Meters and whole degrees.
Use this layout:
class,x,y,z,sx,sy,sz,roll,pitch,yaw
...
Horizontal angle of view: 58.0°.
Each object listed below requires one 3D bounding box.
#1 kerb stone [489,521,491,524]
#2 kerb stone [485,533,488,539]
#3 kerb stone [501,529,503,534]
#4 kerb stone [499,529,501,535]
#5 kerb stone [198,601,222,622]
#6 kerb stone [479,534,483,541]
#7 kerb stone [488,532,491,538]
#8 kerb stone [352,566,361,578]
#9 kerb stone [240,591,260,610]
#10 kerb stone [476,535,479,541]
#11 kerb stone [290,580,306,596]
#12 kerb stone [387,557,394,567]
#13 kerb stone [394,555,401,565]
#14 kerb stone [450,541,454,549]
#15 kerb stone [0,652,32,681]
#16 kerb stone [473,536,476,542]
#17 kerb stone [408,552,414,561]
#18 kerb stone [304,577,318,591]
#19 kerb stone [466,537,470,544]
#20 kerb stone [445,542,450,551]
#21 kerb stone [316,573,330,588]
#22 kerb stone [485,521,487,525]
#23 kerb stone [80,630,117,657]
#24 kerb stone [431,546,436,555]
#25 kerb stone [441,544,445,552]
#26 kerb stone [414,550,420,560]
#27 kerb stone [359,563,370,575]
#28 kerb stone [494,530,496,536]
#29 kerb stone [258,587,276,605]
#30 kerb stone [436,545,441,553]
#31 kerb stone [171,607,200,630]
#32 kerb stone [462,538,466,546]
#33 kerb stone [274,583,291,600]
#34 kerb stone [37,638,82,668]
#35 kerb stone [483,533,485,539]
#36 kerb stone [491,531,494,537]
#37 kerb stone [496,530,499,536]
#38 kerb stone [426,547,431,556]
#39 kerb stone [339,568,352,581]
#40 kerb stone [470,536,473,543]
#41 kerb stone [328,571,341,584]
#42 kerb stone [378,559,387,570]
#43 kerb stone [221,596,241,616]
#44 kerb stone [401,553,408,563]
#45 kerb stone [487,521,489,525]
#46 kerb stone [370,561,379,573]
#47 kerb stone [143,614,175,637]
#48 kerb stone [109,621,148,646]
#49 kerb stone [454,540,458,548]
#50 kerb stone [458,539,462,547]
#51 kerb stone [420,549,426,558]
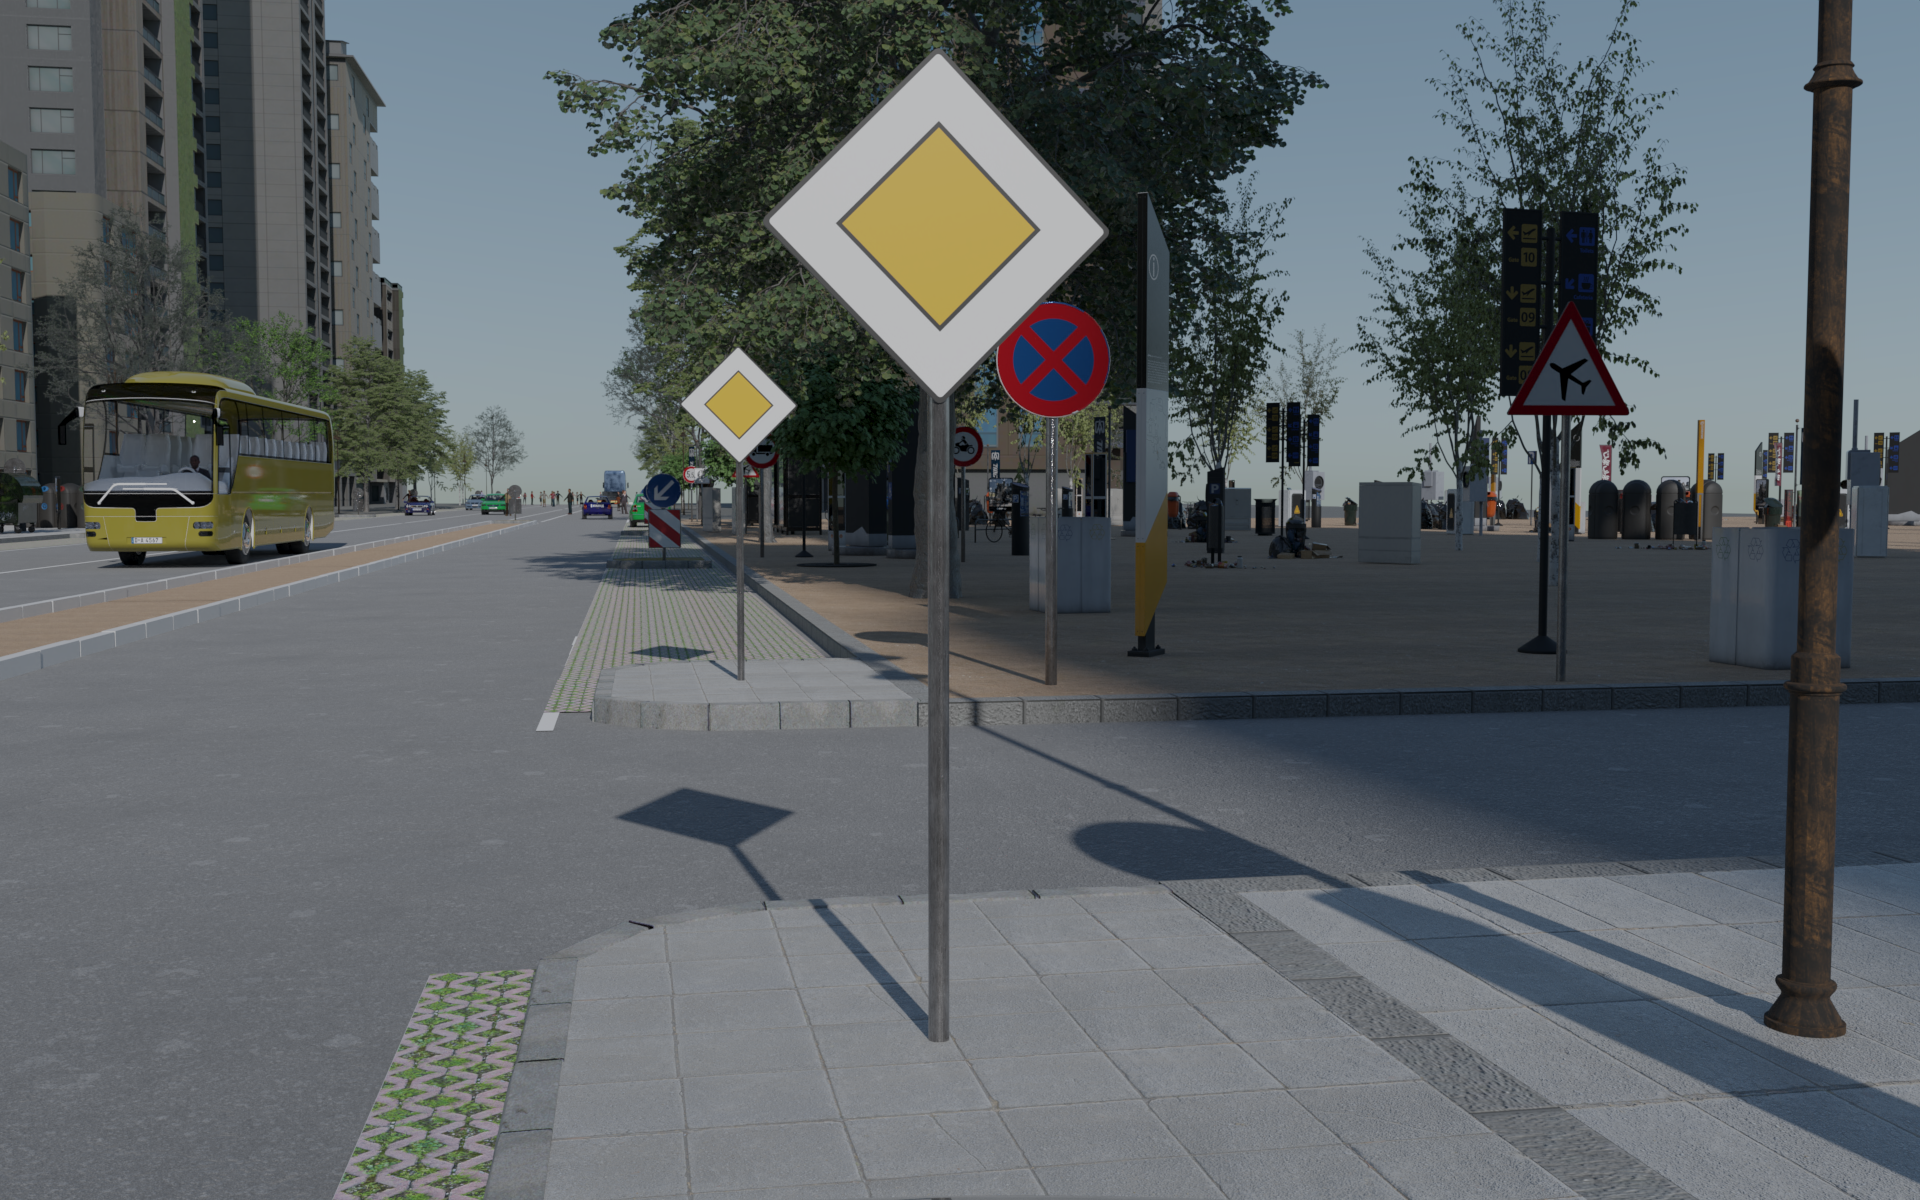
class,x,y,z,sx,sy,sz,roll,pitch,yaw
kerb stone,-22.099,-3.585,80.810,0.120,0.150,1.000,-1,4,-10
kerb stone,-15.174,-2.007,55.009,0.120,0.150,1.000,-1,4,-10
kerb stone,-16.305,-2.376,61.042,0.120,0.150,1.000,-1,4,-10
kerb stone,-16.111,-2.315,60.038,0.120,0.150,1.000,-1,4,-10
kerb stone,-8.618,0.151,19.734,0.120,0.150,1.000,-1,4,-10
kerb stone,-14.795,-1.884,52.994,0.120,0.150,1.000,-1,4,-10
kerb stone,-15.363,-2.068,56.014,0.120,0.150,1.000,-1,4,-10
kerb stone,-10.500,-0.462,29.819,0.120,0.150,1.000,-1,4,-10
kerb stone,-8.996,0.027,21.749,0.120,0.150,1.000,-1,4,-10
kerb stone,-14.609,-1.822,51.989,0.120,0.150,1.000,-1,4,-10
kerb stone,-9.554,-0.157,24.771,0.120,0.150,1.000,-1,4,-10
kerb stone,-11.242,-0.712,33.843,0.120,0.150,1.000,-1,4,-10
kerb stone,-11.430,-0.769,34.854,0.120,0.150,1.000,-1,4,-10
kerb stone,-13.306,-1.391,44.940,0.120,0.150,1.000,-1,4,-10
kerb stone,-7.499,0.520,13.687,0.120,0.150,1.000,-1,4,-10
kerb stone,-14.428,-1.760,50.983,0.120,0.150,1.000,-1,4,-10
kerb stone,-11.804,-0.898,36.875,0.120,0.150,1.000,-1,4,-10
kerb stone,-9.745,-0.219,25.775,0.120,0.150,1.000,-1,4,-10
kerb stone,-14.048,-1.635,48.961,0.120,0.150,1.000,-1,4,-10
kerb stone,-13.115,-1.329,43.931,0.120,0.150,1.000,-1,4,-10
kerb stone,-9.937,-0.279,26.792,0.120,0.150,1.000,-1,4,-10
kerb stone,-21.722,-3.462,78.791,0.120,0.150,1.000,-1,4,-10
kerb stone,-7.880,0.405,15.706,0.120,0.150,1.000,-1,4,-10
kerb stone,-12.552,-1.141,40.900,0.120,0.150,1.000,-1,4,-10
kerb stone,-12.937,-1.268,42.922,0.120,0.150,1.000,-1,4,-10
kerb stone,-11.997,-0.959,37.879,0.120,0.150,1.000,-1,4,-10
kerb stone,-10.681,-0.528,30.827,0.120,0.150,1.000,-1,4,-10
kerb stone,-15.726,-2.192,58.031,0.120,0.150,1.000,-1,4,-10
kerb stone,-9.185,-0.034,22.753,0.120,0.150,1.000,-1,4,-10
kerb stone,-12.740,-1.201,41.916,0.120,0.150,1.000,-1,4,-10
kerb stone,-8.434,0.213,18.721,0.120,0.150,1.000,-1,4,-10
kerb stone,-13.864,-1.572,47.956,0.120,0.150,1.000,-1,4,-10
kerb stone,-9.371,-0.096,23.760,0.120,0.150,1.000,-1,4,-10
kerb stone,-7.696,0.458,14.700,0.120,0.150,1.000,-1,4,-10
kerb stone,-14.988,-1.946,54.004,0.120,0.150,1.000,-1,4,-10
kerb stone,-15.543,-2.130,57.020,0.120,0.150,1.000,-1,4,-10
kerb stone,-15.915,-2.253,59.035,0.120,0.150,1.000,-1,4,-10
kerb stone,-12.362,-1.082,39.891,0.120,0.150,1.000,-1,4,-10
kerb stone,-10.306,-0.404,28.811,0.120,0.150,1.000,-1,4,-10
kerb stone,-14.237,-1.699,49.971,0.120,0.150,1.000,-1,4,-10
kerb stone,-10.127,-0.343,27.805,0.120,0.150,1.000,-1,4,-10
kerb stone,-11.056,-0.651,32.838,0.120,0.150,1.000,-1,4,-10
kerb stone,-8.812,0.089,20.737,0.120,0.150,1.000,-1,4,-10
kerb stone,-11.621,-0.836,35.867,0.120,0.150,1.000,-1,4,-10
kerb stone,-21.909,-3.520,79.799,0.120,0.150,1.000,-1,4,-10
kerb stone,-10.866,-0.586,31.834,0.120,0.150,1.000,-1,4,-10
kerb stone,-8.248,0.274,17.716,0.120,0.150,1.000,-1,4,-10
kerb stone,-8.064,0.337,16.711,0.120,0.150,1.000,-1,4,-10
kerb stone,-13.493,-1.453,45.946,0.120,0.150,1.000,-1,4,-10
kerb stone,-13.681,-1.514,46.950,0.120,0.150,1.000,-1,4,-10
kerb stone,-12.179,-1.021,38.885,0.120,0.150,1.000,-1,4,-10
